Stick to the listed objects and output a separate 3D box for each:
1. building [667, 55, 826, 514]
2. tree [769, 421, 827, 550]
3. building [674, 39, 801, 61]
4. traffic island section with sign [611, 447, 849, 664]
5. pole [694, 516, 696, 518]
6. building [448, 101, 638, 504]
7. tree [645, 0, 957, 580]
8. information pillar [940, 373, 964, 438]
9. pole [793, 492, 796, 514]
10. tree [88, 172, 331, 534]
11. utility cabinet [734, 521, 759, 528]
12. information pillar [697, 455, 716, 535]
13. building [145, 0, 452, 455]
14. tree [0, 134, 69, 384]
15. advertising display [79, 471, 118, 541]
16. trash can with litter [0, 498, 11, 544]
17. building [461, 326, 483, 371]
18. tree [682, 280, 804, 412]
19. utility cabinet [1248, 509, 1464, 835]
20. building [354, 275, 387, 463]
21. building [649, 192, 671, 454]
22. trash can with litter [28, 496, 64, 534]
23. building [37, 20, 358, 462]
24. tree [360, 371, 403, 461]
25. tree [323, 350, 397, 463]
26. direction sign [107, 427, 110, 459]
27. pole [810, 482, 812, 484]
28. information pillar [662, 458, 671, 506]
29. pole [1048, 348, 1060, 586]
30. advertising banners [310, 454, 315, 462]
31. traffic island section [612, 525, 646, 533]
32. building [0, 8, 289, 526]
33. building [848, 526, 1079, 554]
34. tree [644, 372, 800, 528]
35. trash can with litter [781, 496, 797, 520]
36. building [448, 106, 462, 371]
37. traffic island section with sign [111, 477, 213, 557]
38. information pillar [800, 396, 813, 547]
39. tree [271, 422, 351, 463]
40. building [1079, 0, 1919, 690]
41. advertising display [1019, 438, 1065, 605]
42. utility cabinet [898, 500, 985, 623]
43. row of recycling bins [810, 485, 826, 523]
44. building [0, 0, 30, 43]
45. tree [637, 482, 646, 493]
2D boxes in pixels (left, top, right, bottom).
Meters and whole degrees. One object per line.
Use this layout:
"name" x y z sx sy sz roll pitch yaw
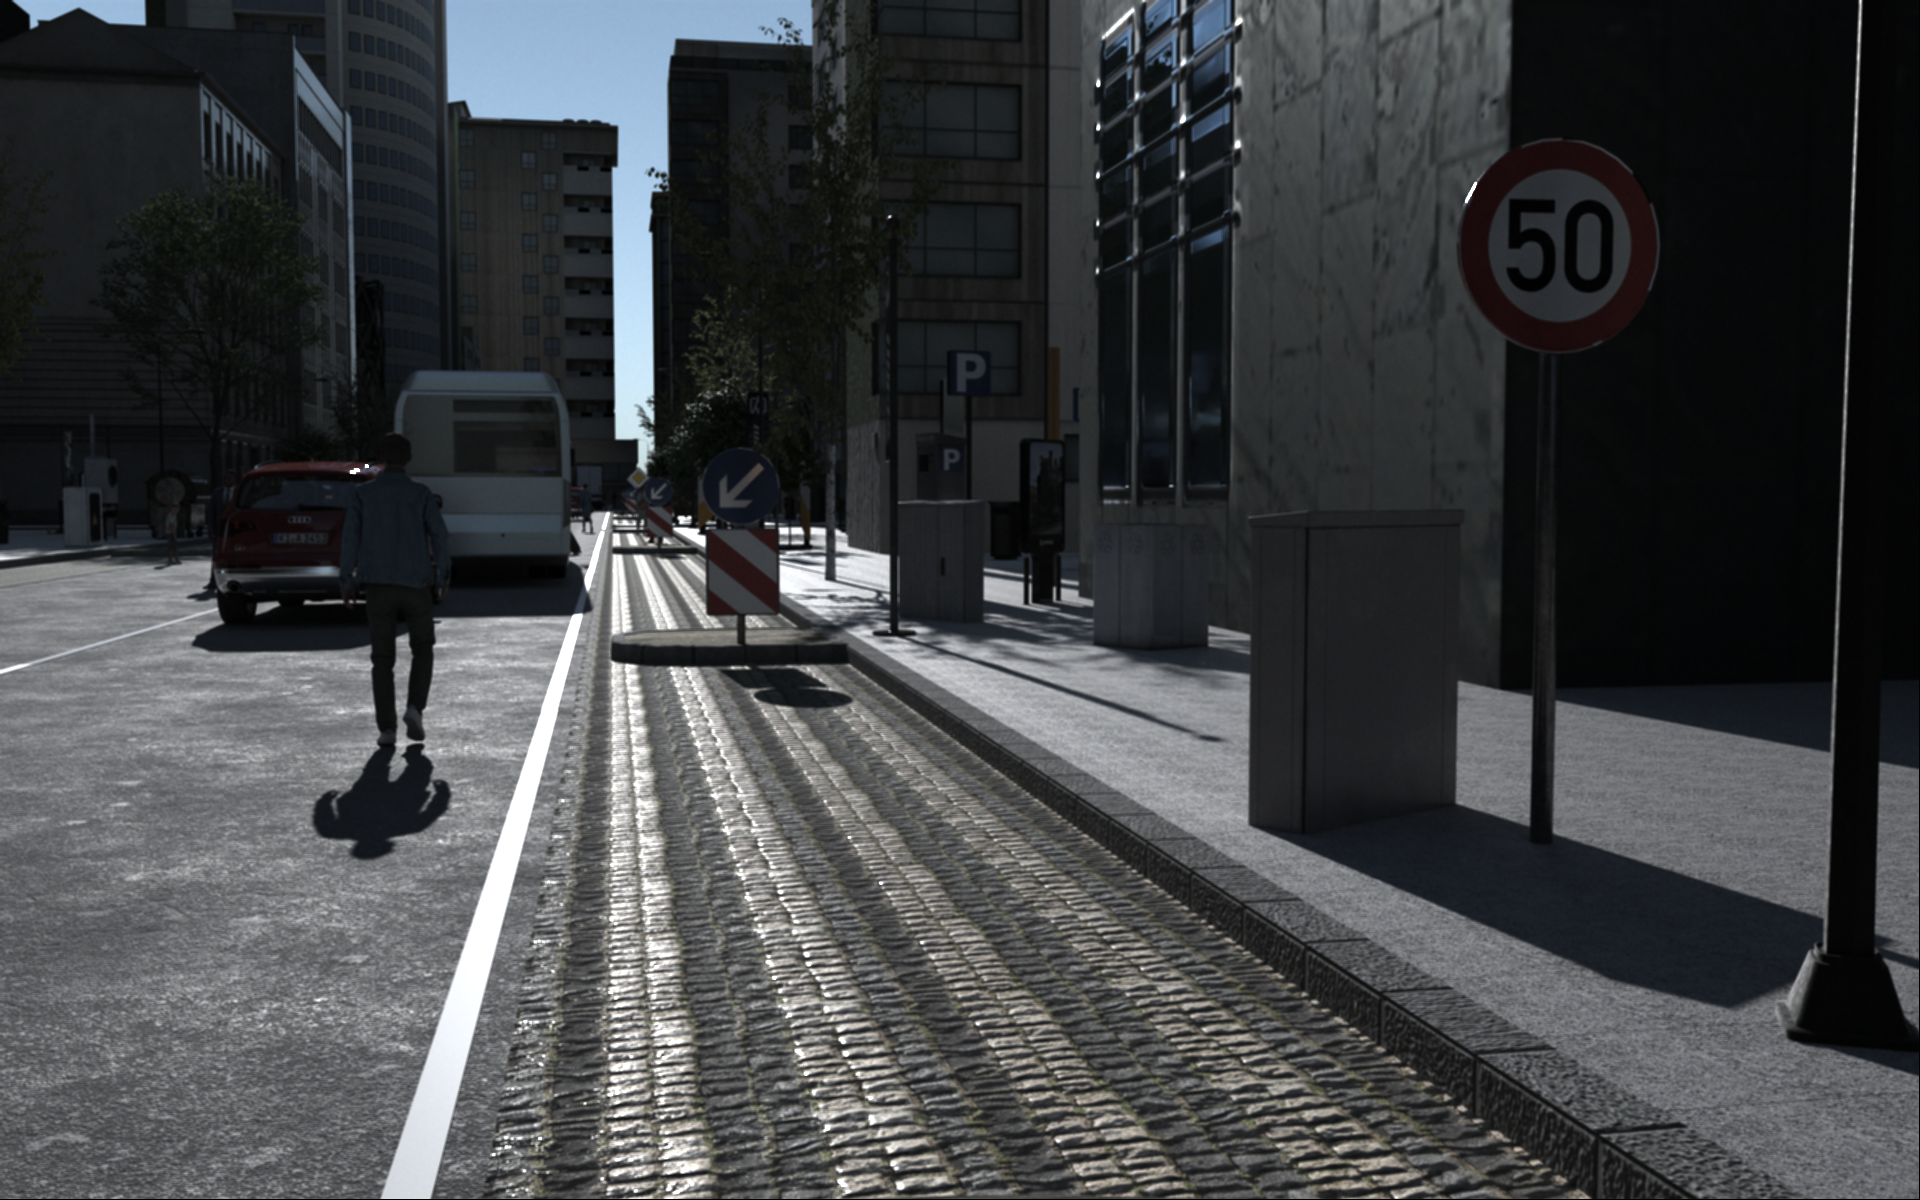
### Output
"building" -12.938 -21.250 119.146 14.160 30.474 14.107 -1 4 -11
"tree" -3.823 -2.784 40.122 1.663 3.219 1.824 0 3 0
"building" -19.328 -29.189 160.827 14.154 41.232 14.086 -1 4 -11
"traffic island section with sign" -2.113 -0.419 15.472 1.989 1.847 2.006 -1 4 -11
"pole" -13.281 -5.701 87.051 0.158 3.312 0.155 0 3 0
"building" -59.329 -39.923 241.975 27.495 52.752 28.713 -1 4 -11
"tree" -2.152 -4.606 25.667 4.737 8.622 4.395 0 3 0
"information pillar" -0.124 -2.341 29.632 0.504 3.616 0.183 -3 5 -41
"pole" -10.502 -7.088 109.735 0.158 3.312 0.155 0 3 0
"tree" -24.004 -7.951 55.758 9.928 11.665 9.643 0 3 0
"utility cabinet" -6.746 -2.810 54.626 0.318 1.500 1.173 -3 4 -36
"information pillar" -8.095 -3.889 54.947 0.504 3.616 0.183 -1 4 -18
"building" -57.425 -37.399 153.468 21.231 58.520 28.212 -1 4 -11
"tree" -20.207 -5.191 35.243 4.737 8.622 4.395 0 3 0
"advertising display" -24.744 -2.724 49.753 0.974 1.923 0.123 -3 5 -42
"trash can with litter" -24.944 -2.026 44.509 1.055 1.170 0.624 1 4 20
"building" -70.405 -21.583 197.926 28.899 21.520 27.650 -1 4 -11
"tree" -7.711 -6.732 60.429 4.360 8.622 3.978 0 3 0
"utility cabinet" 1.582 0.260 6.914 1.020 1.237 0.306 -3 5 -41
"building" -47.722 -15.245 116.700 16.820 18.784 16.811 -1 4 -11
"building" -30.511 -36.060 244.209 28.867 44.769 22.147 -1 4 -11
"trash can with litter" -28.758 -2.723 55.576 1.678 1.210 2.233 -3 5 -44
"building" -41.892 -17.110 97.763 12.078 24.808 19.932 -1 4 -11
"tree" -34.326 -9.399 104.034 4.737 8.622 4.395 0 3 0
"tree" -30.547 -8.444 88.425 4.360 8.622 3.978 0 3 0
"direction sign" -28.886 -4.087 58.818 0.379 3.537 0.876 -2 4 -23
"pole" -7.616 -5.789 88.498 0.158 3.312 0.155 0 3 0
"information pillar" -16.511 -6.489 97.448 0.504 3.616 0.183 1 4 10
"pole" 1.311 -1.860 24.249 0.158 3.312 0.155 0 3 0
"advertising banners" -28.303 -4.817 74.944 0.090 3.025 2.074 0 4 2
"traffic island section" -11.912 -2.580 64.466 2.009 0.180 2.903 -1 4 -11
"building" -37.435 -14.078 79.327 9.793 20.994 18.267 -1 4 -11
"building" 3.815 -22.045 44.029 14.154 41.232 14.086 -1 4 -11
"tree" -6.265 -3.867 46.935 4.285 4.588 4.351 0 3 0
"trash can with litter" -8.450 -4.554 85.848 0.624 1.170 1.055 1 4 9
"building" -58.513 -30.116 175.998 14.154 41.232 14.086 -1 4 -11
"traffic island section with sign" -18.404 -1.931 40.208 1.989 1.847 2.006 -1 4 -11
"information pillar" -3.738 -3.087 41.822 0.183 3.616 0.504 -2 4 -26
"tree" -29.469 -5.806 78.635 4.285 4.588 4.351 0 3 0
"building" 15.457 -42.405 5.989 22.319 86.520 31.000 -1 4 -11
"advertising display" 0.975 -0.929 20.409 0.123 1.923 0.974 2 4 29
"utility cabinet" -0.204 -0.398 17.670 0.306 1.237 1.020 -3 5 -42
"row of recycling bins" -6.752 -4.404 79.117 1.069 1.692 3.534 0 4 2
"building" -49.527 -14.891 73.153 15.834 23.373 12.332 -1 4 -11
"tree" -34.704 -11.879 188.829 1.663 3.219 1.824 0 3 0
